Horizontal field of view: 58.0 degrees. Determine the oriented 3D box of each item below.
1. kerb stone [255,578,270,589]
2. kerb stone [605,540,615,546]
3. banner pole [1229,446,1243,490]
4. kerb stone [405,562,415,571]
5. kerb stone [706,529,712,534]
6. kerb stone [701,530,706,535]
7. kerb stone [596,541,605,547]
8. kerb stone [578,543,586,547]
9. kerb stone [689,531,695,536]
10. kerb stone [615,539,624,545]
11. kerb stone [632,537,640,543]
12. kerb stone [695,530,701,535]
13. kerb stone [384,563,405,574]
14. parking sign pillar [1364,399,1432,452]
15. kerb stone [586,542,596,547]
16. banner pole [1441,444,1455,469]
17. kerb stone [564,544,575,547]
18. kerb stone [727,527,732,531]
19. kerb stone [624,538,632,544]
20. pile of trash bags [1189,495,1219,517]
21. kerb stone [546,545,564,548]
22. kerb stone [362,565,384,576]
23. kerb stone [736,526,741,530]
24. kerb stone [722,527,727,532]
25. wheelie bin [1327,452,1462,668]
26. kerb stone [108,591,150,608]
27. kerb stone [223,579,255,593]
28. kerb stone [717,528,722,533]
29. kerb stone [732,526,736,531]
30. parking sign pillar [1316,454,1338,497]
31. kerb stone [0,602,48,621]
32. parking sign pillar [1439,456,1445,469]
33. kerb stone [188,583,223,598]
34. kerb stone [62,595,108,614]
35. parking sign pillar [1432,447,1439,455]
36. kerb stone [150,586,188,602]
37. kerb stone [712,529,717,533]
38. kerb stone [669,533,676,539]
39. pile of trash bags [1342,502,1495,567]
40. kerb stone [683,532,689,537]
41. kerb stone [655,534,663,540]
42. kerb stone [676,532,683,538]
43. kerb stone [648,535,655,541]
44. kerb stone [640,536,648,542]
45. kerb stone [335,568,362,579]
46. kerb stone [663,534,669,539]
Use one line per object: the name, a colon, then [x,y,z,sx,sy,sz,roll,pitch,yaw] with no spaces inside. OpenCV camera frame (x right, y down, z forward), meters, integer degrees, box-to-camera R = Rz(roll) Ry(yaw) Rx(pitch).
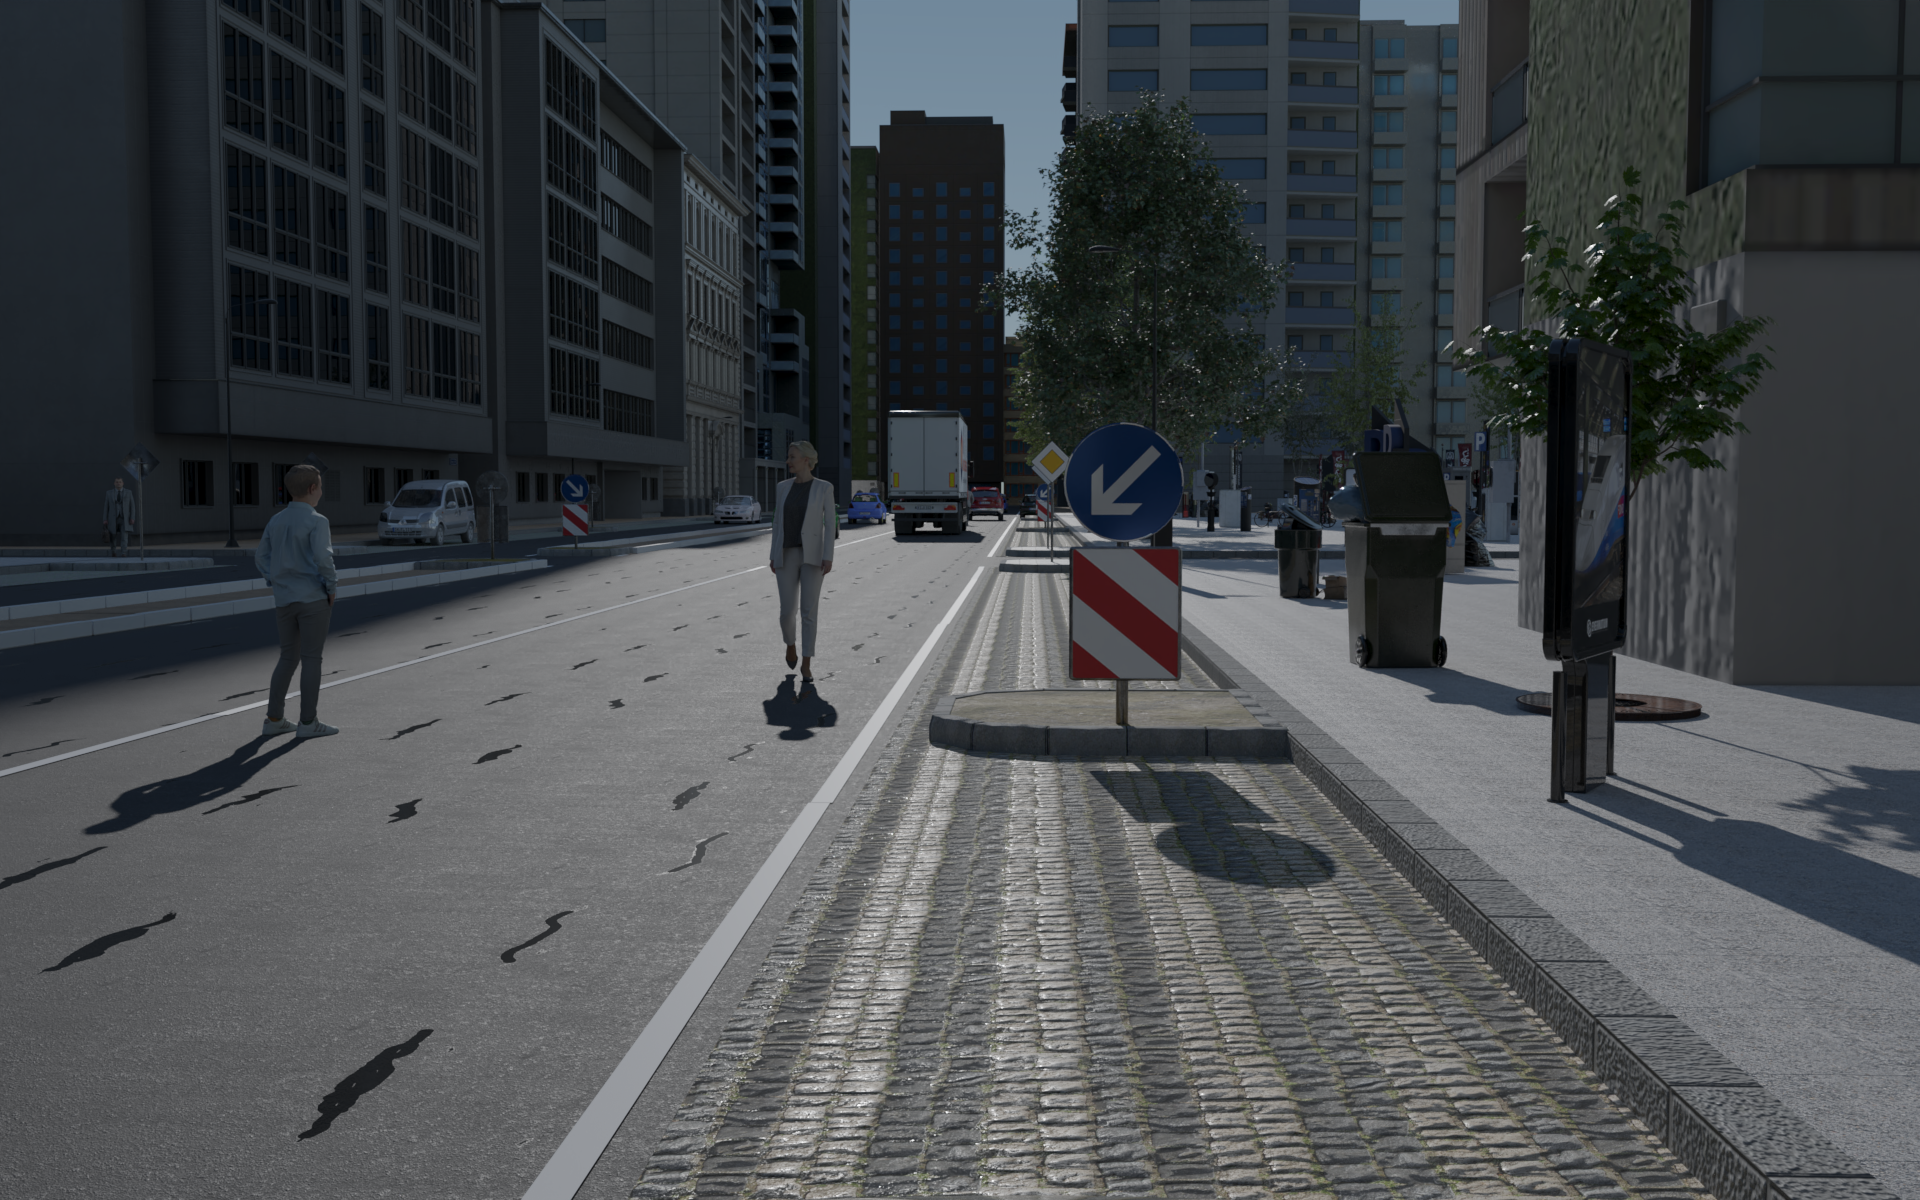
kerb stone: [-10.568,-0.251,26.298,0.120,0.150,1.000,0,4,2]
kerb stone: [-9.693,-1.530,47.364,0.120,0.150,1.000,0,4,2]
banner pole: [14.163,-6.076,89.353,0.863,3.779,0.401,0,4,6]
kerb stone: [-10.315,-0.626,32.450,0.120,0.150,1.000,0,4,2]
kerb stone: [-9.098,-2.415,61.757,0.120,0.150,1.000,0,4,2]
kerb stone: [-9.148,-2.357,60.735,0.120,0.150,1.000,0,4,2]
kerb stone: [-9.740,-1.472,46.342,0.120,0.150,1.000,0,4,2]
kerb stone: [-9.823,-1.349,44.299,0.120,0.150,1.000,0,4,2]
kerb stone: [-9.225,-2.231,58.671,0.120,0.150,1.000,0,4,2]
kerb stone: [-9.650,-1.603,48.399,0.120,0.150,1.000,0,4,2]
kerb stone: [-9.561,-1.723,50.463,0.120,0.150,1.000,0,4,2]
kerb stone: [-9.179,-2.288,59.701,0.120,0.150,1.000,0,4,2]
kerb stone: [-10.350,-0.564,31.413,0.120,0.150,1.000,0,4,2]
parking sign pillar: [12.164,-3.658,48.284,1.447,3.967,1.447,0,4,2]
kerb stone: [-9.774,-1.414,45.320,0.120,0.150,1.000,0,4,2]
banner pole: [24.077,-5.852,85.701,0.863,3.779,0.401,2,4,34]
kerb stone: [-9.860,-1.289,43.274,0.120,0.150,1.000,0,4,2]
kerb stone: [-8.925,-2.664,65.844,0.120,0.150,1.000,0,4,2]
kerb stone: [-9.609,-1.666,49.435,0.120,0.150,1.000,0,4,2]
pile of trash bags: [13.609,-5.343,97.103,1.912,1.369,3.447,-1,4,-10]
kerb stone: [-9.906,-1.224,42.253,0.120,0.150,1.000,0,4,2]
kerb stone: [-10.395,-0.494,30.387,0.120,0.150,1.000,0,4,2]
kerb stone: [-8.838,-2.796,67.903,0.120,0.150,1.000,0,4,2]
kerb stone: [-8.970,-2.607,64.822,0.120,0.150,1.000,0,4,2]
wheelie bin: [3.221,-0.309,12.961,0.980,1.594,0.693,0,4,-4]
kerb stone: [-10.736,0.002,22.204,0.120,0.150,1.000,0,4,2]
kerb stone: [-10.615,-0.188,25.269,0.120,0.150,1.000,0,4,2]
kerb stone: [-9.012,-2.545,63.800,0.120,0.150,1.000,0,4,2]
kerb stone: [-8.890,-2.733,66.882,0.120,0.150,1.000,0,4,2]
parking sign pillar: [22.949,-7.322,108.192,1.447,3.967,1.447,2,4,34]
kerb stone: [-10.819,0.124,20.162,0.120,0.150,1.000,0,4,2]
parking sign pillar: [26.942,-6.714,98.244,1.447,3.967,1.447,-1,4,-17]
kerb stone: [-10.651,-0.126,24.248,0.120,0.150,1.000,0,4,2]
kerb stone: [-10.779,0.063,21.183,0.120,0.150,1.000,0,4,2]
parking sign pillar: [19.507,-5.217,73.774,1.447,3.967,1.447,1,4,14]
kerb stone: [-10.691,-0.063,23.227,0.120,0.150,1.000,0,4,2]
kerb stone: [-9.051,-2.482,62.778,0.120,0.150,1.000,0,4,2]
kerb stone: [-9.349,-2.042,55.587,0.120,0.150,1.000,0,4,2]
pile of trash bags: [8.162,-1.340,31.669,1.912,1.369,3.447,-1,4,-21]
kerb stone: [-9.265,-2.168,57.650,0.120,0.150,1.000,0,4,2]
kerb stone: [-9.440,-1.917,53.545,0.120,0.150,1.000,0,4,2]
kerb stone: [-9.311,-2.105,56.614,0.120,0.150,1.000,0,4,2]
kerb stone: [-9.482,-1.853,52.509,0.120,0.150,1.000,0,4,2]
kerb stone: [-9.519,-1.792,51.487,0.120,0.150,1.000,0,4,2]
kerb stone: [-10.444,-0.439,29.365,0.120,0.150,1.000,0,4,2]
kerb stone: [-9.400,-1.980,54.566,0.120,0.150,1.000,0,4,2]
